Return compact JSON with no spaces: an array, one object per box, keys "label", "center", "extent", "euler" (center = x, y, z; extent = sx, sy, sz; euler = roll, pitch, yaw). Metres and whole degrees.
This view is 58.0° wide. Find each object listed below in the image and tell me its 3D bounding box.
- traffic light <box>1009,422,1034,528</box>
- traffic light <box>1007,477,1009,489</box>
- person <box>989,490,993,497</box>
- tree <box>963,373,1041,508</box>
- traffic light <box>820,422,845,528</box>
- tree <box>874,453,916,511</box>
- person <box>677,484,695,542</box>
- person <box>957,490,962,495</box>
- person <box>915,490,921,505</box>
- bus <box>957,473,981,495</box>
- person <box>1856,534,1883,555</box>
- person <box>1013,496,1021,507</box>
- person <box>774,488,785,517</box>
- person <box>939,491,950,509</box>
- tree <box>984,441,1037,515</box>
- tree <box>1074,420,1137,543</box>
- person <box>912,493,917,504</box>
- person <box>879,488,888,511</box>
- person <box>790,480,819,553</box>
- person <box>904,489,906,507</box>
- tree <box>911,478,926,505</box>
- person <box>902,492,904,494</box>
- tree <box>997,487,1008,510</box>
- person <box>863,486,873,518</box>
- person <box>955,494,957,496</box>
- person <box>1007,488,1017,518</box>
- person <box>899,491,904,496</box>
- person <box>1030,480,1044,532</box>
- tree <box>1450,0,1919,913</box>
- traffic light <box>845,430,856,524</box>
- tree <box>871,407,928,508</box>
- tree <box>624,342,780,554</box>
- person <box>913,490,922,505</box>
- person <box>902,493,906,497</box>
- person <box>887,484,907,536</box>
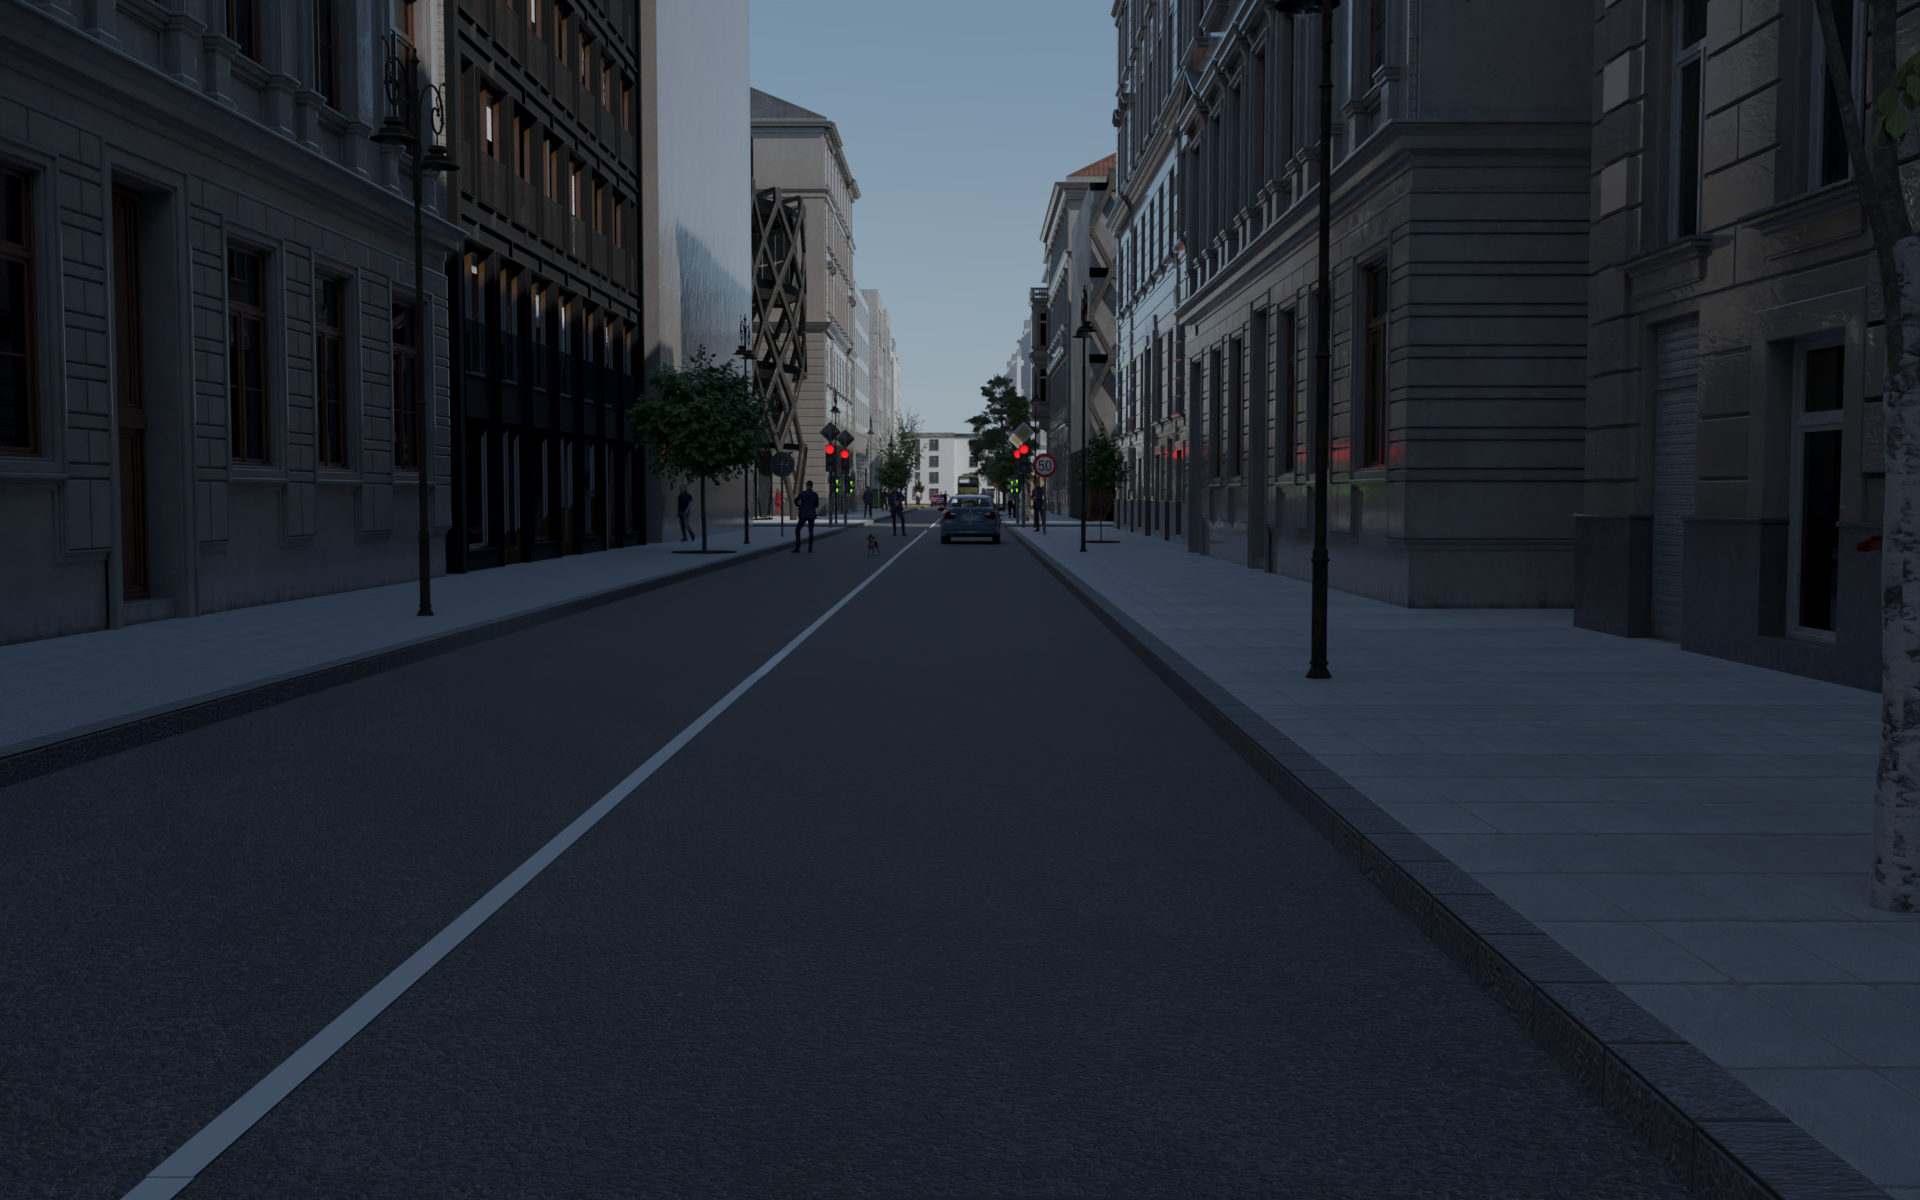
[{"label":"traffic light","center":[2.418,-4.714,66.316],"extent":[0.839,4.213,0.868],"euler":[0,4,0]},{"label":"traffic light","center":[2.461,-5.202,74.301],"extent":[0.839,4.213,0.868],"euler":[0,4,0]},{"label":"person","center":[4.011,-13.464,226.046],"extent":[0.709,1.838,0.599],"euler":[1,4,11]},{"label":"tree","center":[3.942,-14.216,154.494],"extent":[6.751,12.117,7.091],"euler":[0,3,0]},{"label":"traffic light","center":[-4.943,-4.715,66.339],"extent":[0.839,4.213,0.868],"euler":[0,4,0]},{"label":"tree","center":[-4.919,-9.172,133.676],"extent":[4.285,4.588,4.351],"euler":[0,3,0]},{"label":"person","center":[-7.377,-2.360,46.831],"extent":[0.471,1.553,0.569],"euler":[-1,4,-22]},{"label":"person","center":[-0.113,-9.921,170.797],"extent":[1.350,1.814,0.705],"euler":[1,4,20]},{"label":"person","center":[-4.799,-11.690,198.117],"extent":[0.756,1.711,0.436],"euler":[0,4,-4]},{"label":"bus","center":[1.036,-13.095,205.653],"extent":[2.896,3.916,12.252],"euler":[0,4,1]},{"label":"person","center":[4.591,0.018,8.126],"extent":[0.546,1.535,0.453],"euler":[-1,4,-13]},{"label":"person","center":[3.224,-5.673,102.029],"extent":[0.697,1.427,0.421],"euler":[0,4,4]},{"label":"person","center":[-10.152,-5.486,97.440],"extent":[0.593,1.614,0.444],"euler":[3,5,40]},{"label":"person","center":[-1.296,-8.927,155.287],"extent":[1.217,1.723,0.721],"euler":[0,4,-6]},{"label":"tree","center":[3.125,-7.438,105.333],"extent":[4.285,4.588,4.351],"euler":[0,3,0]},{"label":"tree","center":[3.847,-3.120,45.613],"extent":[1.663,3.219,1.824],"euler":[0,3,0]},{"label":"person","center":[-5.320,-12.765,214.768],"extent":[1.348,1.821,0.705],"euler":[1,4,13]},{"label":"person","center":[-5.912,-7.825,134.542],"extent":[0.990,1.755,0.434],"euler":[-3,4,-38]},{"label":"person","center":[-3.817,-2.047,42.419],"extent":[0.683,1.767,0.568],"euler":[-2,4,-27]},{"label":"person","center":[-5.317,-9.905,167.625],"extent":[0.705,1.869,1.348],"euler":[0,4,7]},{"label":"tree","center":[-5.042,-13.673,218.161],"extent":[1.663,3.219,1.824],"euler":[0,3,0]},{"label":"person","center":[-5.989,-10.311,174.558],"extent":[1.348,1.831,0.705],"euler":[-1,4,-20]},{"label":"tree","center":[4.312,-10.322,163.359],"extent":[1.663,3.219,1.824],"euler":[0,3,0]},{"label":"person","center":[-4.849,-5.159,91.305],"extent":[0.541,1.710,0.530],"euler":[0,4,4]},{"label":"person","center":[-0.084,-9.217,162.379],"extent":[0.799,1.438,0.628],"euler":[-1,4,-20]},{"label":"person","center":[2.762,-5.197,92.470],"extent":[0.566,1.644,0.517],"euler":[-1,4,-9]},{"label":"person","center":[-5.441,-9.393,159.596],"extent":[0.705,1.826,1.348],"euler":[2,4,23]},{"label":"person","center":[2.638,-3.212,59.006],"extent":[0.683,1.767,0.568],"euler":[3,4,36]},{"label":"tree","center":[2.682,-3.346,5.064],"extent":[4.737,8.622,4.395],"euler":[0,3,0]},{"label":"traffic light","center":[-4.900,-5.204,74.324],"extent":[0.839,4.213,0.868],"euler":[0,4,0]},{"label":"tree","center":[-5.122,-11.972,146.099],"extent":[4.737,8.622,4.395],"euler":[0,3,0]},{"label":"tree","center":[-5.624,-3.310,37.830],"extent":[4.285,4.588,4.351],"euler":[0,3,0]},{"label":"person","center":[-4.864,-11.879,200.283],"extent":[1.348,1.822,0.705],"euler":[-3,5,-42]},{"label":"person","center":[-5.734,-9.719,165.733],"extent":[1.217,1.735,0.721],"euler":[0,4,0]},{"label":"person","center":[-2.137,-3.068,59.115],"extent":[0.683,1.767,0.568],"euler":[0,4,-1]}]
